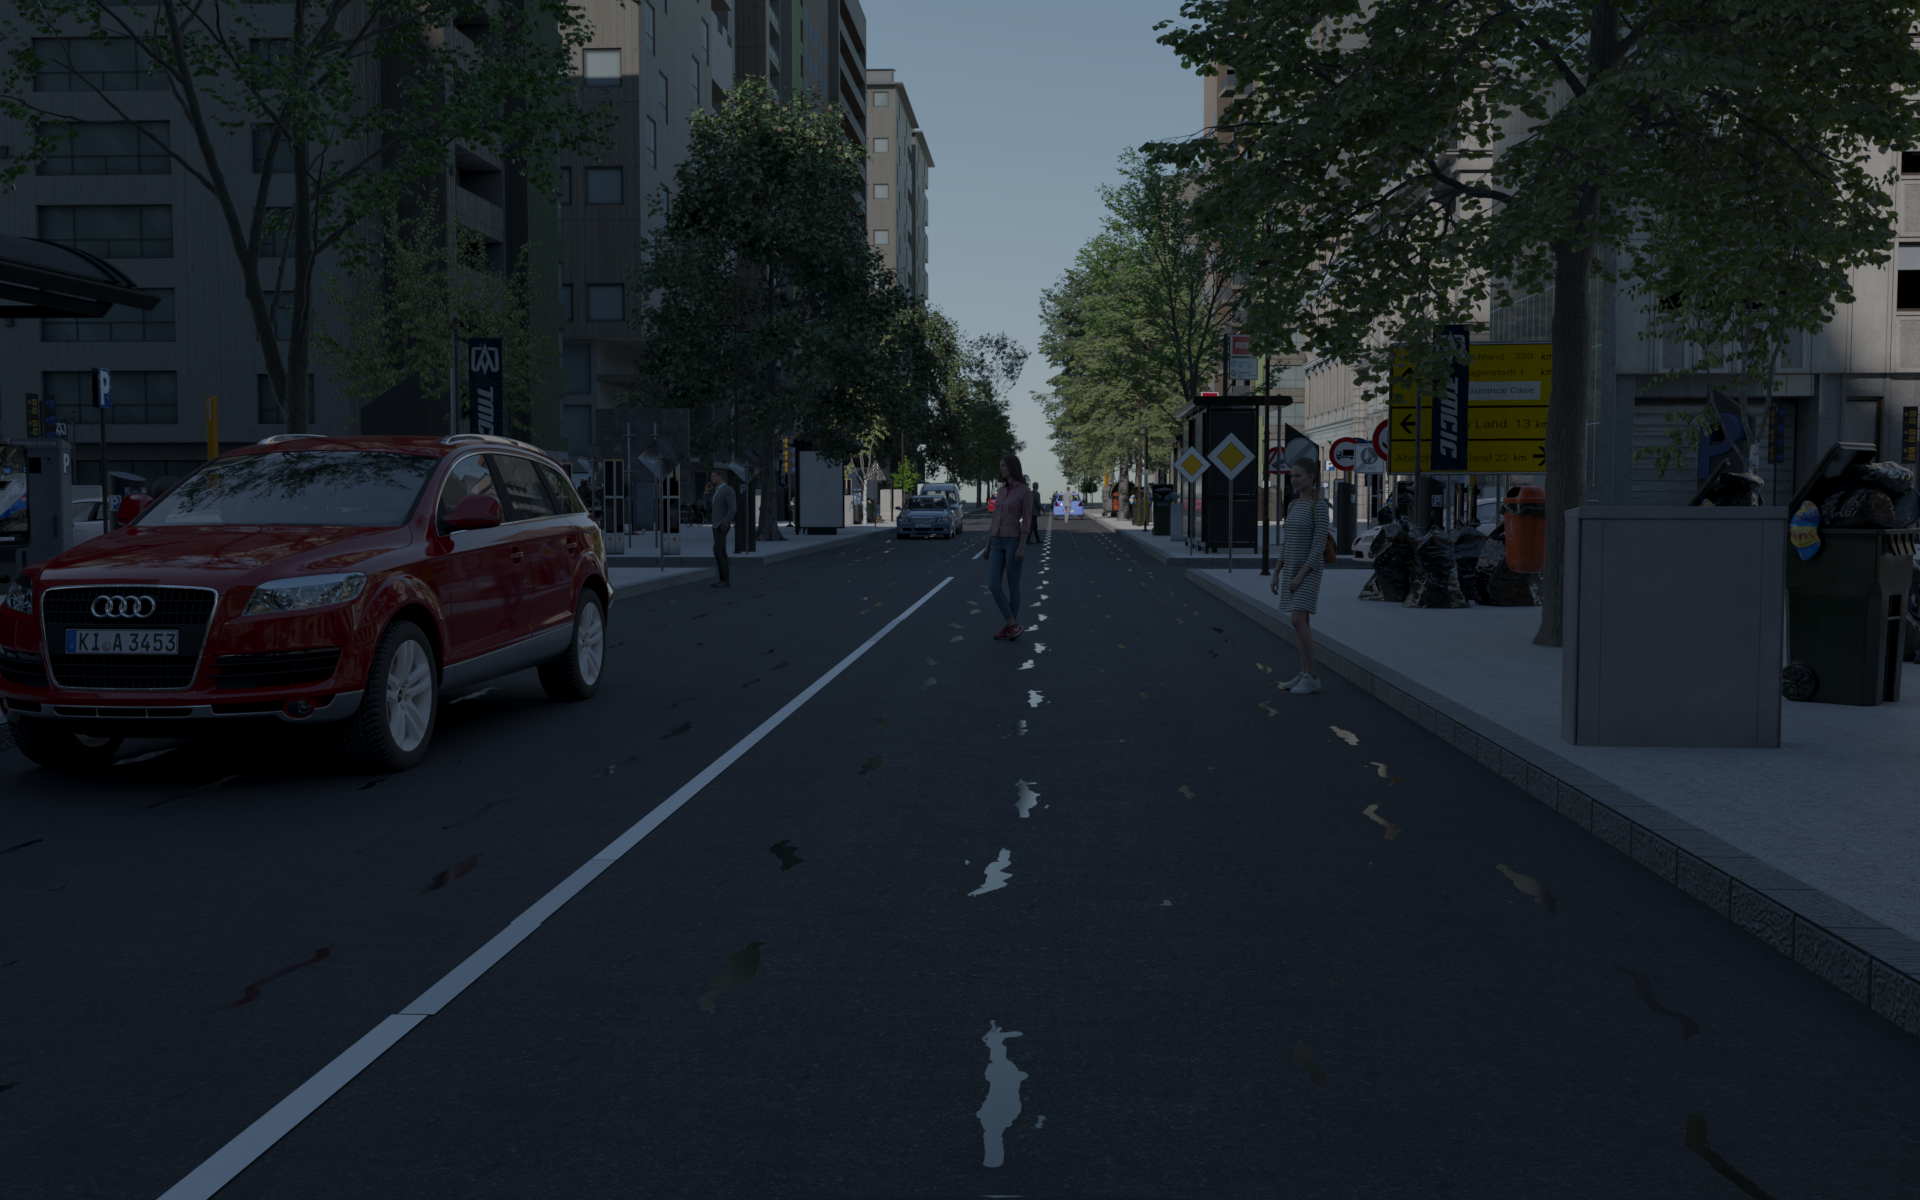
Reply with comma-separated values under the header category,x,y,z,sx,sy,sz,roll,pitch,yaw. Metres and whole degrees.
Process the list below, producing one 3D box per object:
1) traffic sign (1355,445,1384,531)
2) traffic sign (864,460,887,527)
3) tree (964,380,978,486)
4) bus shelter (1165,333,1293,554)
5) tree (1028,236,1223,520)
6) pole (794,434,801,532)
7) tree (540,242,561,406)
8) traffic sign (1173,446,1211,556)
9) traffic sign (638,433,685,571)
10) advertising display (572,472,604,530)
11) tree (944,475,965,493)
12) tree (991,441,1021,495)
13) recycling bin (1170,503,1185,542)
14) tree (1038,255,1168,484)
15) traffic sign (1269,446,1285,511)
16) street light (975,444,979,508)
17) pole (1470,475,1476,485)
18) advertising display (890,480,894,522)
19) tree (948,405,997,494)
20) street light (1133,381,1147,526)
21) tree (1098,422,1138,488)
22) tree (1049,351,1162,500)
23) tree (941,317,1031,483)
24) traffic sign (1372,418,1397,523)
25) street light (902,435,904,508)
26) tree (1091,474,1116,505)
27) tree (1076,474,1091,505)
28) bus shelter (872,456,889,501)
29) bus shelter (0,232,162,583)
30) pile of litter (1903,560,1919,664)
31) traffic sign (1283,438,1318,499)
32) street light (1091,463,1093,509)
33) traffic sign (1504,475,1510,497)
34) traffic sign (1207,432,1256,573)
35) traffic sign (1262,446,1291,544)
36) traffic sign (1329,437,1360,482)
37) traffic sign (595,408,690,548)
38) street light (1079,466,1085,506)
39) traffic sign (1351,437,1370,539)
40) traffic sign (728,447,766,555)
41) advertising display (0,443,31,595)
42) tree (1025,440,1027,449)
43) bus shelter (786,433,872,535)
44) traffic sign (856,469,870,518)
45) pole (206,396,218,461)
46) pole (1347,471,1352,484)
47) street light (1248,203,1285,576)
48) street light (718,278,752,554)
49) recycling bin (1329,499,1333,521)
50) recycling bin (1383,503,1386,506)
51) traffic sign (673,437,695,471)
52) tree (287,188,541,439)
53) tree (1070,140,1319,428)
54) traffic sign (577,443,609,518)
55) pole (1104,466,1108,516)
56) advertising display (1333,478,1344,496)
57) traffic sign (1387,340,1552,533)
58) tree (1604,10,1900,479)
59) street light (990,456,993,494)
category,x,y,z,sx,sy,sz,roll,pitch,yaw
traffic sign,8.337,-2.031,35.329,0.606,2.300,0.079,1,4,13
traffic sign,-3.252,-4.064,66.454,0.884,2.594,0.081,0,4,8
tree,1.969,-15.527,171.995,7.486,12.596,7.792,0,3,0
bus shelter,6.268,-3.883,41.113,2.179,5.291,8.768,0,4,3
tree,8.338,-11.014,86.729,9.857,13.997,8.962,0,3,0
pole,-5.520,-3.974,58.812,0.158,3.312,0.155,0,3,0
tree,-12.720,-5.912,47.026,4.737,8.622,4.395,0,3,0
traffic sign,4.824,-1.986,36.107,0.795,2.450,0.064,0,4,3
traffic sign,-4.935,-1.530,28.653,0.795,2.450,0.064,0,4,3
advertising display,-10.983,-2.793,50.880,0.974,1.923,0.123,0,4,-4
tree,-0.458,-8.637,135.823,1.663,3.219,1.824,0,3,0
tree,4.269,-17.343,217.970,7.601,10.594,8.767,1,4,15
recycling bin,6.207,-2.112,47.078,0.722,1.027,0.722,3,5,43
tree,12.624,-16.762,129.950,12.611,20.169,13.585,0,3,0
traffic sign,8.459,-2.811,46.061,0.768,2.556,0.104,1,4,10
street light,1.532,-11.175,155.491,0.468,5.910,1.993,0,4,3
pole,15.513,-3.580,52.373,0.158,3.312,0.155,0,3,0
advertising display,-3.147,-4.579,80.081,0.123,1.923,0.974,0,4,-5
tree,0.003,-11.080,131.522,4.737,8.622,4.395,0,3,0
street light,7.110,-5.857,68.546,0.468,5.910,1.993,0,4,3
tree,10.733,-10.191,116.980,4.737,8.622,4.395,0,3,0
tree,9.386,-10.428,104.908,8.767,10.594,7.601,1,4,9
tree,1.001,-20.191,186.017,12.611,20.169,13.585,0,3,0
traffic sign,7.199,-1.748,28.679,0.768,2.556,0.104,1,4,11
street light,-2.628,-6.520,79.386,0.468,5.910,1.993,0,4,3
tree,12.102,-8.995,141.669,1.663,3.219,1.824,0,3,0
tree,11.619,-9.815,155.083,1.663,3.219,1.824,0,3,0
bus shelter,-4.937,-5.873,89.954,2.014,3.302,5.546,0,4,3
bus shelter,-7.582,-1.063,11.305,2.014,3.302,5.546,0,4,3
pile of litter,7.635,0.019,13.660,1.176,0.858,1.719,2,4,32
traffic sign,7.742,-2.405,39.428,0.768,2.556,0.104,1,4,12
street light,11.061,-10.512,144.657,0.468,5.910,1.993,0,4,3
traffic sign,8.334,-1.607,26.388,0.768,2.556,0.104,0,4,6
traffic sign,4.395,-1.498,28.133,0.795,2.450,0.064,0,4,3
traffic sign,8.220,-2.729,44.615,0.884,2.594,0.081,0,4,8
traffic sign,8.601,-2.357,38.636,0.768,2.556,0.104,0,4,6
traffic sign,-7.547,-2.893,41.170,2.265,3.308,0.079,0,4,4
street light,13.402,-13.082,186.675,0.468,5.910,1.993,0,4,3
traffic sign,8.904,-2.376,38.960,0.768,2.556,0.104,1,4,12
traffic sign,-4.506,-2.017,36.627,0.795,2.450,0.064,0,4,3
advertising display,-12.184,-1.027,22.005,0.123,1.923,0.974,0,4,7
tree,3.336,-17.600,204.769,9.611,12.733,9.660,0,3,0
bus shelter,-4.259,-3.833,56.596,2.014,3.302,5.546,0,4,3
traffic sign,-4.815,-5.301,86.777,0.768,2.556,0.104,0,4,6
pole,-15.556,-2.584,36.097,0.158,3.312,0.155,0,3,0
pole,15.165,-4.501,67.442,0.158,3.312,0.155,0,3,0
street light,4.824,-3.327,27.176,0.468,5.910,1.993,0,4,3
street light,-4.797,-3.935,37.121,0.468,5.910,1.993,0,4,3
recycling bin,18.012,-4.340,83.510,0.722,1.027,0.722,2,4,28
recycling bin,12.631,-2.270,49.667,0.722,1.027,0.722,-2,4,-27
traffic sign,-6.468,-2.420,39.566,0.884,2.594,0.081,1,4,13
tree,-13.413,-5.561,41.288,4.737,8.622,4.395,0,3,0
tree,6.964,-7.684,51.382,9.928,11.665,9.643,0,3,0
traffic sign,-8.250,-2.312,38.981,0.795,2.450,0.064,1,4,12
pole,8.526,-6.563,101.146,0.158,3.312,0.155,0,3,0
advertising display,17.588,-4.588,80.228,0.123,1.923,0.974,3,5,44
traffic sign,6.886,-1.793,23.189,2.265,3.308,0.079,1,4,11
tree,11.655,-4.594,25.471,4.737,8.622,4.395,0,3,0
street light,3.651,-13.670,196.293,0.468,5.910,1.993,0,4,3
